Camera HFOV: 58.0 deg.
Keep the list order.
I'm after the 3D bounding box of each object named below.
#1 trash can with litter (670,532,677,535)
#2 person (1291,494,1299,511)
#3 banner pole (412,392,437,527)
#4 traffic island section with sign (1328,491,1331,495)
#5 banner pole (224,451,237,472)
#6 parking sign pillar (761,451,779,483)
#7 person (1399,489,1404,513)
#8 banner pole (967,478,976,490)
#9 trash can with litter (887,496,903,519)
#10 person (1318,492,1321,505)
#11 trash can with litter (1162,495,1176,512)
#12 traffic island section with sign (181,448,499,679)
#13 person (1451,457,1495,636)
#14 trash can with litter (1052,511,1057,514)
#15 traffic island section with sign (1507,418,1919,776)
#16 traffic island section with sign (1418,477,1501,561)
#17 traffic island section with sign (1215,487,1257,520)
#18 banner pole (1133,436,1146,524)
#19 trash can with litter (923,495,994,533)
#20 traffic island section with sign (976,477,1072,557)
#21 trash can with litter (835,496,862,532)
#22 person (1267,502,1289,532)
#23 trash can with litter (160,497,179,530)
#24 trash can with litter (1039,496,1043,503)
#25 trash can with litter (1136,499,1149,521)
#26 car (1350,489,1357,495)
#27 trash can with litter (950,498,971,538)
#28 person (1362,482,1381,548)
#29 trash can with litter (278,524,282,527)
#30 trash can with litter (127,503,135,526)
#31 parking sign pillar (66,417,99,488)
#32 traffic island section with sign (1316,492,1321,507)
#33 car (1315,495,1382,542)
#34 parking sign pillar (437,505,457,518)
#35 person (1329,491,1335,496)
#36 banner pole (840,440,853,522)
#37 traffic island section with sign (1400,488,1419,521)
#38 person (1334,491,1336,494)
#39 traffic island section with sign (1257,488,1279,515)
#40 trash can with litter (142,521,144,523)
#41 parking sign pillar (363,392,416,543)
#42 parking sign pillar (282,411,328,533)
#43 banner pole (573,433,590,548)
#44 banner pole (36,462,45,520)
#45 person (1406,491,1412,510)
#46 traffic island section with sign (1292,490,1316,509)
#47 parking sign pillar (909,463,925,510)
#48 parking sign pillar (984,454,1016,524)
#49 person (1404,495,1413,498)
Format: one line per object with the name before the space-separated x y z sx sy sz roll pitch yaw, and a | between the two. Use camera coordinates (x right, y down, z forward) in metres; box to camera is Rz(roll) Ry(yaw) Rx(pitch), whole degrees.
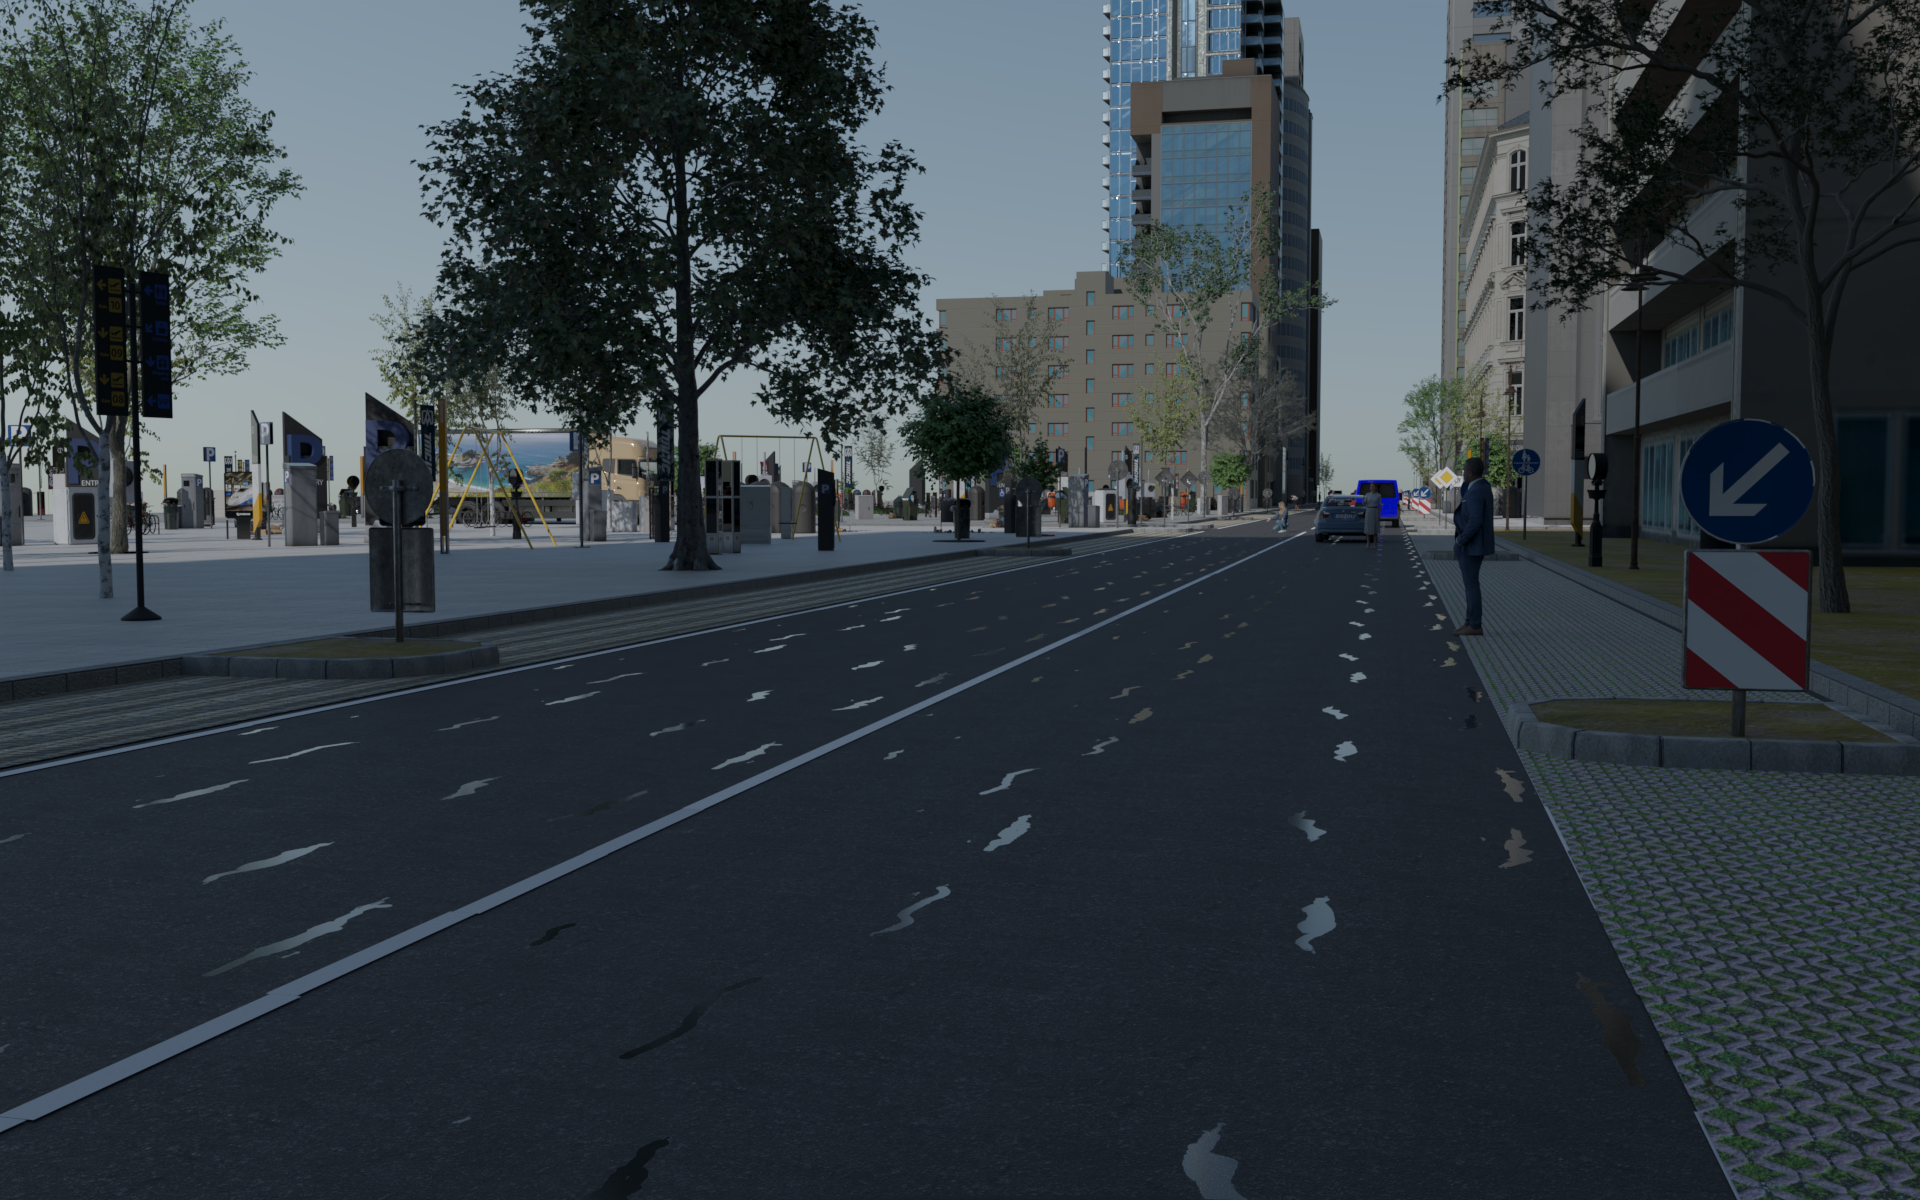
trash can with litter | -8.808 -2.705 55.285 1.678 1.210 2.233 0 4 1
person | 28.935 -8.438 149.657 0.628 1.438 0.799 3 5 43
banner pole | -13.200 -3.217 42.616 0.401 3.779 0.863 2 4 31
traffic island section with sign | 60.005 -16.376 276.367 1.989 1.847 2.006 1 4 14
banner pole | -42.015 -6.724 99.953 0.863 3.779 0.401 -2 4 -35
parking sign pillar | -11.999 -7.385 109.218 1.447 3.967 1.447 3 5 44
person | 30.800 -6.868 121.024 0.641 1.798 0.478 -1 4 -22
banner pole | 0.787 -8.356 126.640 0.863 3.779 0.401 0 4 7
trash can with litter | -3.279 -4.813 90.072 0.624 1.170 1.055 2 4 32
person | 43.918 -12.358 211.472 0.530 1.710 0.541 3 4 38
trash can with litter | 14.605 -7.082 126.843 2.233 1.210 1.678 1 4 18
traffic island section with sign | -4.940 -0.346 14.283 1.989 1.847 2.006 1 4 14
person | 5.186 -0.539 17.494 0.419 1.800 0.721 1 4 19
trash can with litter | 6.630 -6.330 114.554 1.678 1.210 2.233 -2 4 -27
traffic island section with sign | 4.198 -0.075 9.856 1.989 1.847 2.006 1 4 14
traffic island section with sign | 11.150 -1.793 37.948 1.989 1.847 2.006 1 4 14
traffic island section with sign | 15.046 -5.278 94.918 1.989 1.847 2.006 1 4 14
banner pole | 7.668 -5.166 74.476 0.401 3.779 0.863 -2 4 -31
trash can with litter | -0.016 -2.818 57.138 2.233 1.210 1.678 1 4 11
traffic island section with sign | 1.555 -1.946 40.447 1.989 1.847 2.006 1 4 14
trash can with litter | -4.301 -2.993 59.990 1.678 1.210 2.233 -1 4 -22
person | 11.971 -3.099 64.660 0.738 1.151 1.012 -1 4 -11
trash can with litter | -28.525 -3.123 62.444 0.624 1.170 1.055 -2 4 -30
trash can with litter | 6.498 -7.482 133.717 1.055 1.170 0.624 -1 4 -17
trash can with litter | 8.539 -4.344 82.407 0.624 1.170 1.055 -3 5 -42
car | 28.402 -6.888 121.294 2.281 1.827 5.304 1 4 16
trash can with litter | 0.007 -2.369 50.122 0.624 1.170 1.055 0 4 -2
person | 10.900 -2.250 45.865 0.480 1.755 0.524 1 4 17
trash can with litter | -26.310 -3.538 68.905 1.678 1.210 2.233 1 4 10
trash can with litter | -33.158 -3.492 68.482 1.055 1.170 0.624 -2 4 -28
parking sign pillar | -30.679 -4.430 60.907 1.447 3.967 1.447 -1 4 -20
traffic island section with sign | 40.072 -11.452 195.872 1.989 1.847 2.006 1 4 14
car | 11.808 -2.495 52.801 2.014 1.417 4.499 1 4 16
parking sign pillar | -27.505 -6.418 93.402 1.447 3.967 1.447 1 4 13
person | 32.468 -8.652 150.890 0.756 1.711 0.436 -1 4 -13
banner pole | -5.196 -5.427 78.752 0.863 3.779 0.401 3 4 36
traffic island section with sign | 24.408 -5.066 91.462 1.989 1.847 2.006 1 4 14
person | 49.378 -13.462 228.545 1.348 1.831 0.705 3 5 40
traffic island section with sign | 21.593 -6.894 121.336 1.989 1.847 2.006 1 4 14
trash can with litter | -34.409 -3.688 71.358 1.678 1.210 2.233 3 5 43
parking sign pillar | -15.029 -3.502 45.734 1.447 3.967 1.447 0 4 -4
parking sign pillar | -21.511 -4.186 56.909 1.447 3.967 1.447 3 5 44
banner pole | -8.960 -3.135 41.274 0.401 3.779 0.863 -2 4 -31
banner pole | -45.837 -5.892 86.346 0.401 3.779 0.863 -1 4 -18
person | 40.670 -9.014 156.603 0.721 1.735 1.217 3 5 41
traffic island section with sign | 33.577 -9.852 169.708 1.989 1.847 2.006 1 4 14
parking sign pillar | -3.212 -8.671 130.241 1.447 3.967 1.447 3 5 41
parking sign pillar | 1.770 -5.340 75.776 1.447 3.967 1.447 -2 4 -24
person | 52.897 -11.980 204.389 1.348 1.823 0.705 3 5 41
